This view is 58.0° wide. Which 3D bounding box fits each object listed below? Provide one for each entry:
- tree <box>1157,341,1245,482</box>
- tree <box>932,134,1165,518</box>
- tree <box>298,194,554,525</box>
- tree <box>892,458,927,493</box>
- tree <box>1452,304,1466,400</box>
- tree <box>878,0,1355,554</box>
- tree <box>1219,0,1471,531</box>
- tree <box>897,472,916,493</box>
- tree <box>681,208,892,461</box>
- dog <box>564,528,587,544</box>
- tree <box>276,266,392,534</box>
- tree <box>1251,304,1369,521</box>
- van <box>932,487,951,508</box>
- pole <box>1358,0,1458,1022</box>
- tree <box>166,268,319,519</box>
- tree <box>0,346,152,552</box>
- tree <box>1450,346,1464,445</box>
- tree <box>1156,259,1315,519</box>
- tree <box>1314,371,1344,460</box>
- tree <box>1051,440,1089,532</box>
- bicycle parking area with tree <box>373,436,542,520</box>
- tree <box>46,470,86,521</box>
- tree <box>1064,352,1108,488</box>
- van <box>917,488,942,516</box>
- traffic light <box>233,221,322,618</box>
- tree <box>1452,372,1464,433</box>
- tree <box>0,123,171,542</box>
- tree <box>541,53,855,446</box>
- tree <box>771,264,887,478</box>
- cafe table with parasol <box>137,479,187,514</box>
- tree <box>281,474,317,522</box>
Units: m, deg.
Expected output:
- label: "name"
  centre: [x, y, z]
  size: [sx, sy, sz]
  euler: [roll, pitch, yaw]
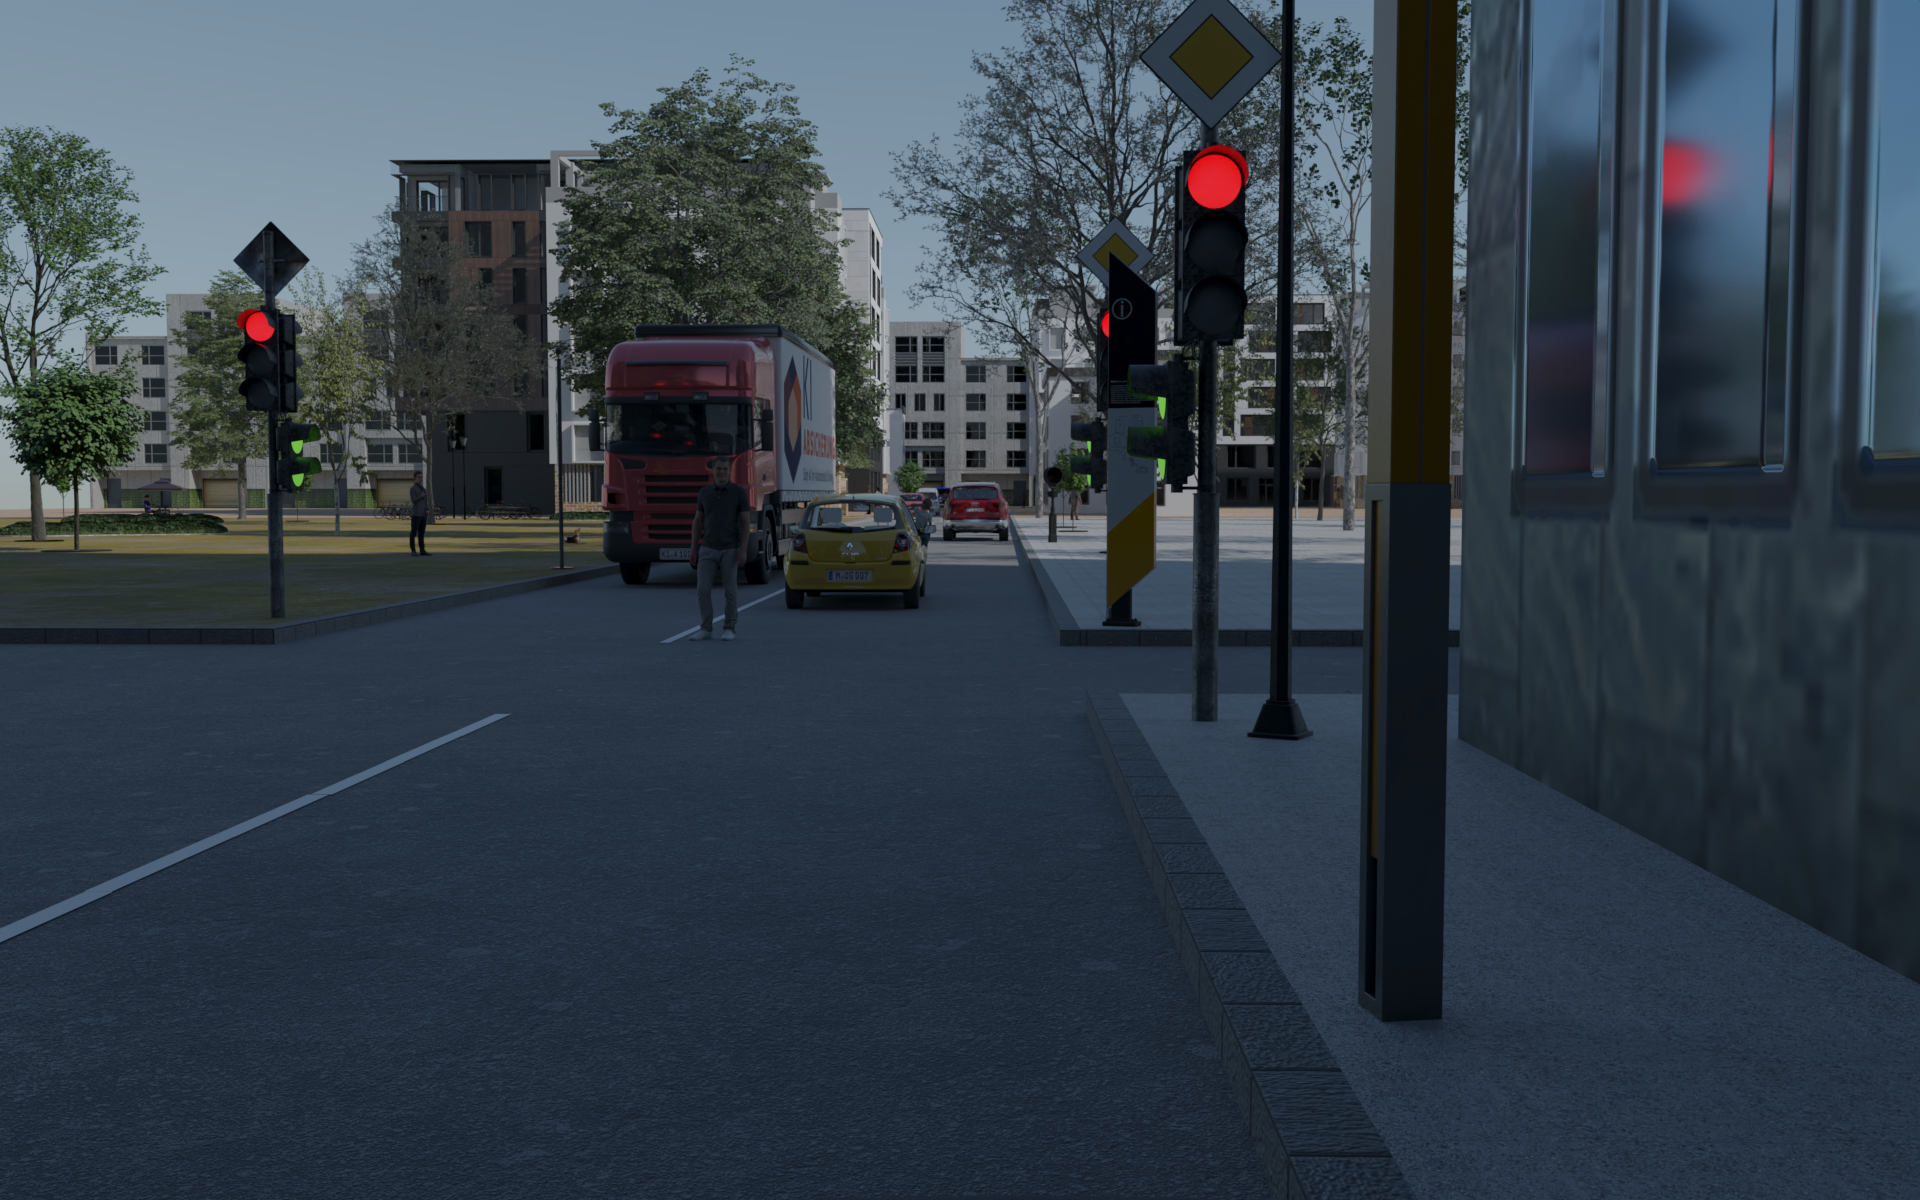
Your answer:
- label: "tree"
  centre: [10.019, -7.443, 72.063]
  size: [4.360, 8.622, 3.978]
  euler: [0, 3, 0]
- label: "tree"
  centre: [5.261, -14.393, 91.210]
  size: [12.611, 20.169, 13.585]
  euler: [0, 3, 0]
- label: "tree"
  centre: [-22.216, -9.875, 71.822]
  size: [12.009, 13.543, 11.850]
  euler: [0, 3, 0]
- label: "tree"
  centre: [-4.427, -10.537, 155.991]
  size: [4.285, 4.588, 4.351]
  euler: [0, 3, 0]
- label: "tree"
  centre: [27.437, -8.960, 80.913]
  size: [8.767, 10.594, 7.601]
  euler: [-3, 5, -41]
- label: "tree"
  centre: [3.455, -7.739, 36.905]
  size: [12.009, 13.543, 11.850]
  euler: [0, 3, 0]
- label: "tree"
  centre: [14.892, -12.448, 59.407]
  size: [12.611, 20.169, 13.585]
  euler: [0, 3, 0]
- label: "tree"
  centre: [-4.487, -9.551, 150.752]
  size: [1.663, 3.219, 1.824]
  euler: [0, 3, 0]
- label: "tree"
  centre: [-7.348, -9.216, 67.696]
  size: [9.611, 12.733, 9.660]
  euler: [0, 3, 0]
- label: "dog"
  centre: [-10.047, -1.663, 44.933]
  size: [0.550, 0.427, 0.748]
  euler: [-2, 4, -35]
- label: "tree"
  centre: [-20.076, -6.420, 55.337]
  size: [4.737, 8.622, 4.395]
  euler: [0, 3, 0]
- label: "tree"
  centre: [17.612, -9.077, 82.818]
  size: [7.601, 10.594, 8.767]
  euler: [0, 4, -4]
- label: "van"
  centre: [-1.617, -8.950, 150.712]
  size: [2.240, 2.365, 5.245]
  euler: [0, 4, 1]
- label: "pole"
  centre: [1.089, -0.633, 4.193]
  size: [0.158, 3.312, 0.155]
  euler: [0, 3, 0]
- label: "tree"
  centre: [-35.998, -10.363, 87.562]
  size: [7.486, 12.596, 7.792]
  euler: [0, 3, 0]
- label: "tree"
  centre: [-19.851, -3.358, 38.617]
  size: [4.285, 4.588, 4.351]
  euler: [0, 3, 0]
- label: "tree"
  centre: [18.933, -7.371, 70.884]
  size: [4.360, 8.622, 3.978]
  euler: [0, 3, 0]
- label: "tree"
  centre: [7.074, -6.121, 50.444]
  size: [4.737, 8.622, 4.395]
  euler: [0, 3, 0]
- label: "tree"
  centre: [17.847, -8.569, 90.468]
  size: [4.737, 8.622, 4.395]
  euler: [0, 3, 0]
- label: "tree"
  centre: [3.928, -3.918, 58.668]
  size: [1.663, 3.219, 1.824]
  euler: [0, 3, 0]
- label: "bicycle parking area with tree"
  centre: [-25.771, -6.205, 88.452]
  size: [9.016, 4.147, 8.231]
  euler: [-1, 4, -9]
- label: "tree"
  centre: [-33.180, -4.265, 64.332]
  size: [1.663, 3.219, 1.824]
  euler: [0, 3, 0]
- label: "tree"
  centre: [7.133, -7.901, 79.542]
  size: [4.360, 8.622, 3.978]
  euler: [0, 3, 0]
- label: "van"
  centre: [-2.192, -6.659, 115.882]
  size: [2.013, 2.044, 4.112]
  euler: [0, 4, 1]
- label: "traffic light"
  centre: [-7.081, -1.772, 17.892]
  size: [0.839, 4.253, 0.868]
  euler: [0, 4, 1]
- label: "tree"
  centre: [27.243, -8.525, 89.739]
  size: [4.737, 8.622, 4.395]
  euler: [0, 3, 0]
- label: "tree"
  centre: [-24.941, -7.376, 46.346]
  size: [9.928, 11.665, 9.643]
  euler: [0, 3, 0]
- label: "tree"
  centre: [-8.026, -8.842, 51.216]
  size: [9.857, 13.997, 8.962]
  euler: [0, 3, 0]
- label: "tree"
  centre: [-7.318, -10.020, 81.955]
  size: [7.486, 12.596, 7.792]
  euler: [0, 3, 0]
- label: "cafe table with parasol"
  centre: [-37.029, -4.622, 80.438]
  size: [2.610, 1.966, 2.610]
  euler: [3, 4, 38]
- label: "tree"
  centre: [-30.617, -5.242, 80.302]
  size: [1.663, 3.219, 1.824]
  euler: [0, 3, 0]
